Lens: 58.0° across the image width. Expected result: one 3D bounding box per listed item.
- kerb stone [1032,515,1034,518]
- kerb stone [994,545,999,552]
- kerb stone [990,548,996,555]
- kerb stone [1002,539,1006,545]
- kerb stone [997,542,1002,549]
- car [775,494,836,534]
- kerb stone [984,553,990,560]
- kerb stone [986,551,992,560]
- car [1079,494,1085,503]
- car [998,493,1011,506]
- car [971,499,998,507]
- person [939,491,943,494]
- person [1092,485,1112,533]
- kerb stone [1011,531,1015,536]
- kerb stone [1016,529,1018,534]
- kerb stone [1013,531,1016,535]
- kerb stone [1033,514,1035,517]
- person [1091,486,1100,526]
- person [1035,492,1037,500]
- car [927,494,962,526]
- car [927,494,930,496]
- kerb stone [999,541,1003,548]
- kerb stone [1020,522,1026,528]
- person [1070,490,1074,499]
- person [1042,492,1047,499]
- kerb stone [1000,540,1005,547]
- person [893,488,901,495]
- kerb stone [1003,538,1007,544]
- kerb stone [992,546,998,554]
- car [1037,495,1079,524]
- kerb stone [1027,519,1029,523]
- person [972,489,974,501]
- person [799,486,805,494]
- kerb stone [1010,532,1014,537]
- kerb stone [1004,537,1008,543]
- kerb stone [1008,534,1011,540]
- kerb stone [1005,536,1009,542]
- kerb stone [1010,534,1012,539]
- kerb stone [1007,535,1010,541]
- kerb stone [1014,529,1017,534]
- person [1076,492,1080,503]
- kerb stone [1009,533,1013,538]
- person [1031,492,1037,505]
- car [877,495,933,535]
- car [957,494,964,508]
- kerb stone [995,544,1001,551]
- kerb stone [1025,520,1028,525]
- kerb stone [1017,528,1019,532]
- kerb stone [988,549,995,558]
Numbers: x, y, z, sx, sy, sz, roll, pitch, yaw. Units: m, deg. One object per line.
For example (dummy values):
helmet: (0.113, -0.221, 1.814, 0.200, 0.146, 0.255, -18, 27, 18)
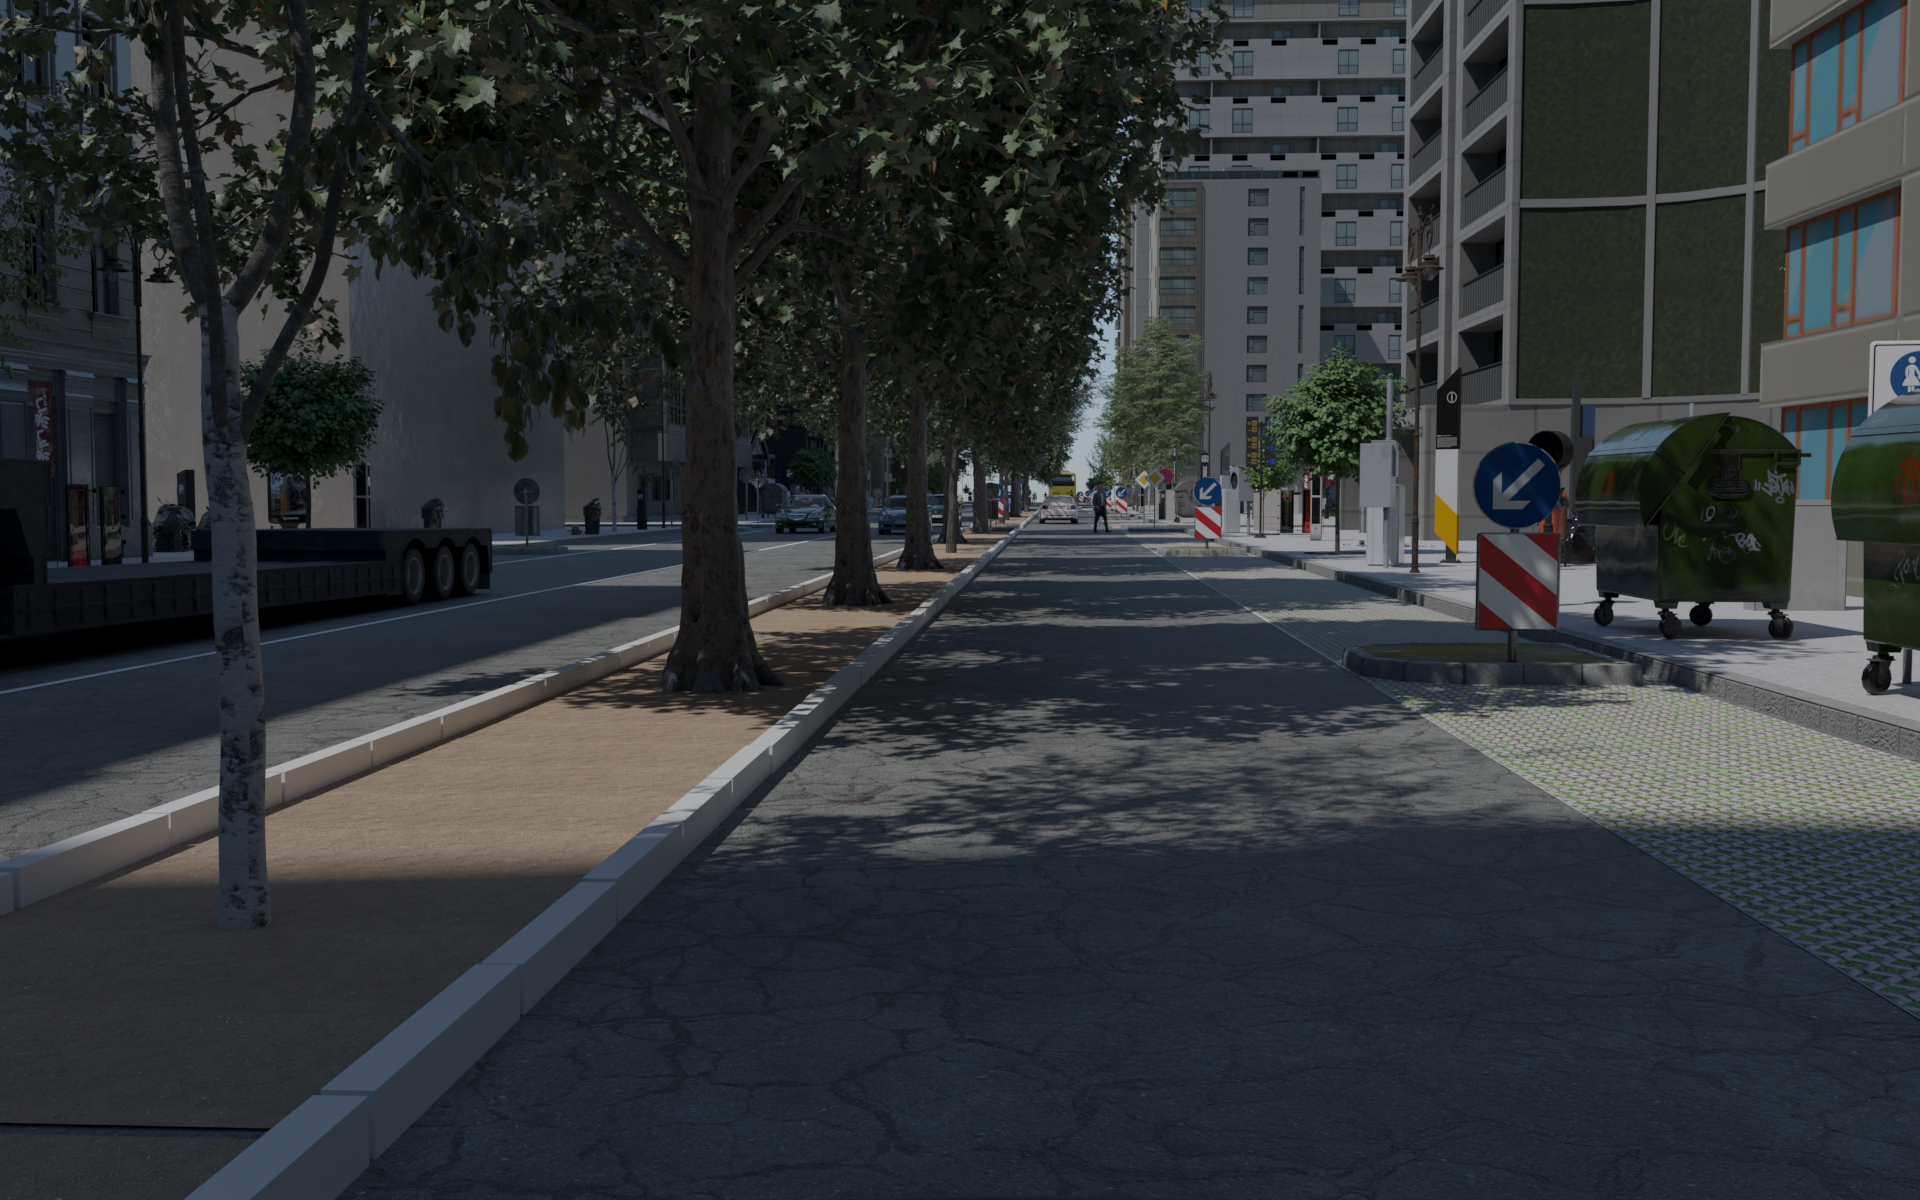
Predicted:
kerb stone: (3.889, -4.508, 95.907, 0.120, 0.150, 1.000, 0, 4, 3)
kerb stone: (0.792, -1.157, 41.116, 0.120, 0.150, 1.000, 0, 4, 3)
kerb stone: (0.680, -1.032, 39.064, 0.120, 0.150, 1.000, 0, 4, 3)
kerb stone: (1.089, -1.471, 46.250, 0.120, 0.150, 1.000, 0, 4, 3)
kerb stone: (0.912, -1.283, 43.168, 0.120, 0.150, 1.000, 0, 4, 3)
car: (-5.684, -3.218, 64.404, 2.131, 1.459, 4.920, 0, 4, 4)
kerb stone: (0.500, -0.843, 35.992, 0.120, 0.150, 1.000, 0, 4, 3)
kerb stone: (0.554, -0.905, 37.022, 0.120, 0.150, 1.000, 0, 4, 3)
car: (19.052, -16.164, 274.503, 2.015, 1.641, 3.980, 0, 4, 2)
car: (4.738, -10.459, 180.593, 1.945, 1.707, 3.694, 0, 4, 5)
car: (1.906, -7.444, 131.498, 2.009, 1.686, 4.222, 0, 4, 4)
person: (-2.141, -11.143, 190.788, 1.348, 1.812, 0.705, 1, 4, 17)
person: (5.238, -3.370, 63.995, 0.661, 1.777, 0.834, -3, 4, -38)
kerb stone: (1.607, -2.029, 55.473, 0.120, 0.150, 1.000, 0, 4, 3)
kerb stone: (1.830, -2.285, 59.560, 0.120, 0.150, 1.000, 0, 4, 3)
kerb stone: (1.662, -2.096, 56.494, 0.120, 0.150, 1.000, 0, 4, 3)
kerb stone: (4.062, -4.696, 98.976, 0.120, 0.150, 1.000, 0, 4, 3)
person: (6.032, -4.166, 76.872, 0.793, 1.790, 0.793, -1, 4, -18)
person: (13.222, -17.720, 299.014, 0.721, 1.735, 1.217, 0, 4, -6)
car: (-0.875, -4.056, 76.097, 2.009, 1.686, 4.222, 0, 4, 5)
car: (-3.367, -9.600, 165.748, 1.959, 1.807, 4.718, 0, 4, 4)
kerb stone: (0.968, -1.346, 44.203, 0.120, 0.150, 1.000, 0, 4, 3)
kerb stone: (2.616, -3.132, 73.411, 0.120, 0.150, 1.000, 0, 4, 3)
person: (10.660, -9.591, 165.246, 0.705, 1.831, 1.348, 1, 4, 12)
person: (13.215, -15.850, 267.658, 1.348, 1.822, 0.705, -1, 4, -11)
kerb stone: (1.029, -1.408, 45.223, 0.120, 0.150, 1.000, 0, 4, 3)
person: (-5.135, -8.152, 141.153, 0.474, 1.900, 0.648, 2, 4, 31)
kerb stone: (1.144, -1.530, 47.271, 0.120, 0.150, 1.000, 0, 4, 3)
kerb stone: (0.739, -1.091, 40.084, 0.120, 0.150, 1.000, 0, 4, 3)
car: (4.792, -4.411, 84.487, 2.083, 1.381, 4.827, 0, 4, 2)
kerb stone: (3.015, -3.570, 80.570, 0.120, 0.150, 1.000, 0, 4, 3)
person: (1.028, -6.743, 118.762, 0.388, 1.821, 0.555, 0, 4, 2)
person: (-7.732, -4.705, 85.441, 0.388, 1.821, 0.555, 1, 4, 21)
kerb stone: (1.547, -1.973, 54.446, 0.120, 0.150, 1.000, 0, 4, 3)
kerb stone: (1.198, -1.595, 48.303, 0.120, 0.150, 1.000, 0, 4, 3)
kerb stone: (1.376, -1.785, 51.377, 0.120, 0.150, 1.000, 0, 4, 3)
kerb stone: (1.258, -1.660, 49.330, 0.120, 0.150, 1.000, 0, 4, 3)
kerb stone: (1.431, -1.848, 52.405, 0.120, 0.150, 1.000, 0, 4, 3)
kerb stone: (1.311, -1.722, 50.354, 0.120, 0.150, 1.000, 0, 4, 3)
kerb stone: (1.778, -2.223, 58.535, 0.120, 0.150, 1.000, 0, 4, 3)
person: (17.966, -15.574, 263.796, 0.551, 1.740, 0.621, -1, 4, -14)
kerb stone: (1.493, -1.910, 53.425, 0.120, 0.150, 1.000, 0, 4, 3)
person: (10.096, -13.906, 236.795, 0.756, 1.711, 0.436, 1, 4, 18)
car: (-1.963, -3.104, 62.746, 2.014, 1.417, 4.499, 0, 4, 2)
car: (-0.530, -9.857, 171.393, 2.015, 1.641, 3.980, 0, 4, 3)
kerb stone: (0.855, -1.220, 42.144, 0.120, 0.150, 1.000, 0, 4, 3)
kerb stone: (2.901, -3.445, 78.529, 0.120, 0.150, 1.000, 0, 4, 3)
kerb stone: (1.952, -2.411, 61.612, 0.120, 0.150, 1.000, 0, 4, 3)
kerb stone: (0.625, -0.965, 38.042, 0.120, 0.150, 1.000, 0, 4, 3)
